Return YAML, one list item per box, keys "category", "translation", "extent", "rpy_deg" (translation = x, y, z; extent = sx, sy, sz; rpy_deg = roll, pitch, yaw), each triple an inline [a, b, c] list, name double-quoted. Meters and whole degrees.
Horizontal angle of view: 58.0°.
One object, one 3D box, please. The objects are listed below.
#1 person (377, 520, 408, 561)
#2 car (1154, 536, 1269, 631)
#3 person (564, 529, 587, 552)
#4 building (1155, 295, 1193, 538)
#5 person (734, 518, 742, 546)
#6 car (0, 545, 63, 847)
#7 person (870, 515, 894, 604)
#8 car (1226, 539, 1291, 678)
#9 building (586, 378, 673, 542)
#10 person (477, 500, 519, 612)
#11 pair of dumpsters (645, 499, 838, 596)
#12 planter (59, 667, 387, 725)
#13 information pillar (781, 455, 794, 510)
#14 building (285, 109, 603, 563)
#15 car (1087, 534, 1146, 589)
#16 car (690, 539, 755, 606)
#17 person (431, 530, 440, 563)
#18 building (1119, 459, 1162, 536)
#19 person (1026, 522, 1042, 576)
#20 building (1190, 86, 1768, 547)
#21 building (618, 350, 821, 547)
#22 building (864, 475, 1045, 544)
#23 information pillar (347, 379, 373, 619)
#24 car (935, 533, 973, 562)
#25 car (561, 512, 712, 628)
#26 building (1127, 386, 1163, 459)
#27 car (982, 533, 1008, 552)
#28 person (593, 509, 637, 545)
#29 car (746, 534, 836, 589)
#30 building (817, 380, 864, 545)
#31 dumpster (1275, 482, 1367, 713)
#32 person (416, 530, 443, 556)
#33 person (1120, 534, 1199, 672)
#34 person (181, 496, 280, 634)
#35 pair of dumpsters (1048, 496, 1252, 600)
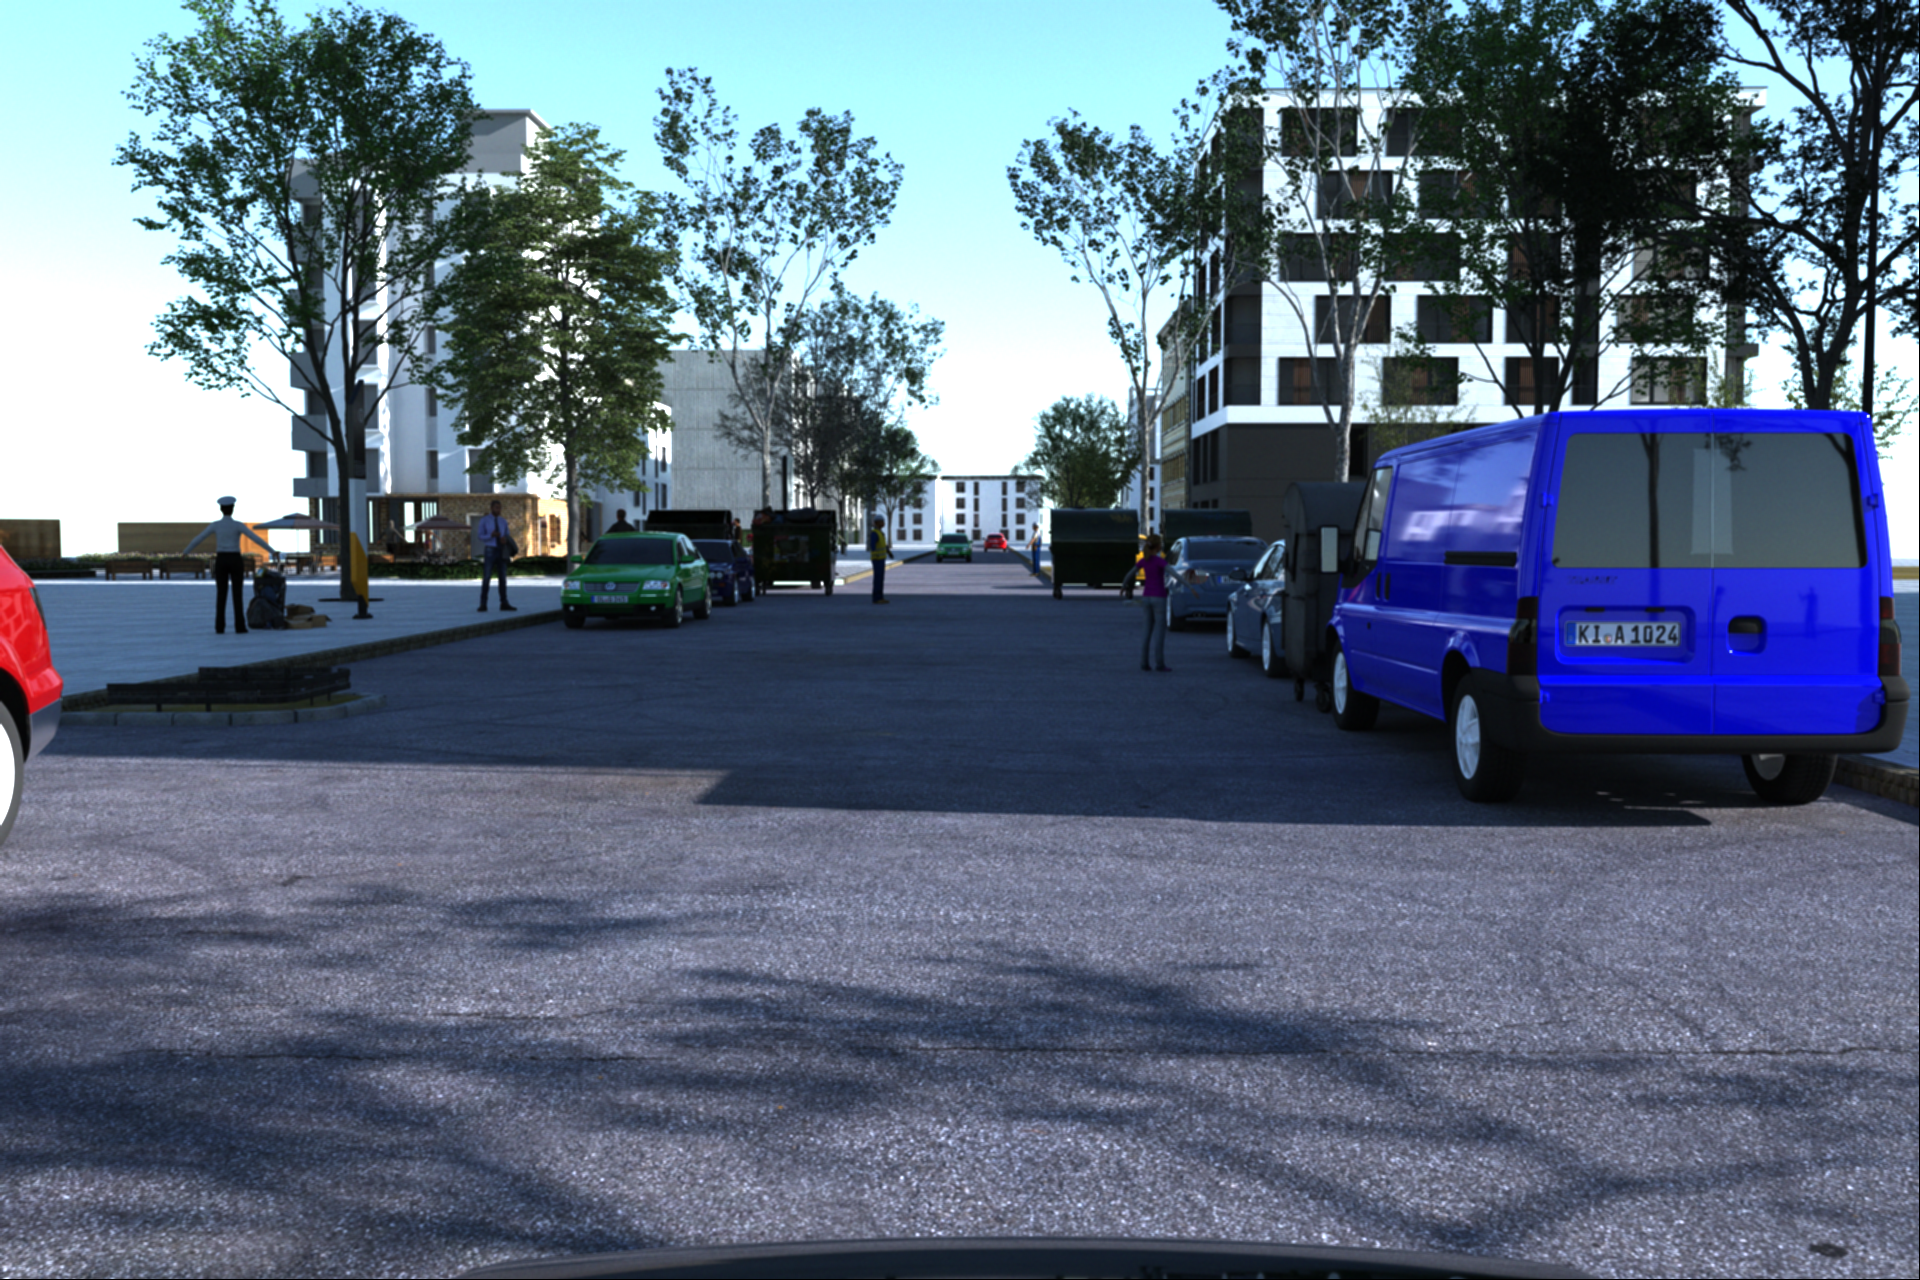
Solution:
- category: "person"
  translation: [-21.638, -3.658, 65.936]
  extent: [1.348, 1.813, 0.705]
  rpy_deg: [1, 4, 17]
- category: "car"
  translation: [3.944, -0.903, 26.767]
  extent: [2.014, 1.417, 4.499]
  rpy_deg: [0, 4, 1]
- category: "person"
  translation: [-17.841, -4.552, 80.652]
  extent: [0.704, 1.802, 1.346]
  rpy_deg: [3, 4, 36]
- category: "building"
  translation: [24.393, -17.847, 122.733]
  extent: [19.493, 23.208, 18.063]
  rpy_deg: [0, 4, 1]
- category: "person"
  translation: [-7.500, -3.177, 58.085]
  extent: [0.704, 1.812, 1.346]
  rpy_deg: [-1, 4, -17]
- category: "car"
  translation: [-5.259, 0.167, 5.949]
  extent: [2.281, 1.827, 5.304]
  rpy_deg: [0, 4, 1]
- category: "person"
  translation: [-1.646, -1.673, 35.773]
  extent: [0.705, 1.833, 1.349]
  rpy_deg: [1, 4, 13]
- category: "car"
  translation: [3.950, -0.401, 18.551]
  extent: [2.014, 1.417, 4.499]
  rpy_deg: [0, 4, 1]
- category: "building"
  translation: [-22.153, -10.046, 106.398]
  extent: [9.099, 9.664, 28.070]
  rpy_deg: [0, 4, 0]
- category: "person"
  translation: [-7.644, -1.393, 28.684]
  extent: [0.709, 1.838, 0.599]
  rpy_deg: [-3, 5, -43]
- category: "pair of dumpsters"
  translation: [-5.086, -2.171, 40.445]
  extent: [4.436, 2.255, 1.574]
  rpy_deg: [0, 4, 1]
- category: "planter"
  translation: [-5.778, 0.440, 13.953]
  extent: [1.991, 0.319, 1.994]
  rpy_deg: [0, 4, 1]
- category: "information pillar"
  translation: [-5.177, -3.721, 52.152]
  extent: [0.184, 3.620, 1.656]
  rpy_deg: [0, 4, 1]
- category: "building"
  translation: [-24.060, -13.590, 78.622]
  extent: [16.016, 20.090, 11.380]
  rpy_deg: [0, 4, 1]
- category: "car"
  translation: [4.332, -2.218, 46.489]
  extent: [2.015, 1.641, 3.980]
  rpy_deg: [0, 4, 0]
- category: "car"
  translation: [-5.261, -1.404, 35.542]
  extent: [1.945, 1.354, 3.894]
  rpy_deg: [0, 4, 1]
- category: "person"
  translation: [-22.357, -4.130, 73.709]
  extent: [0.705, 1.806, 1.347]
  rpy_deg: [-2, 4, -24]
- category: "building"
  translation: [23.346, -15.338, 192.916]
  extent: [9.099, 9.664, 28.070]
  rpy_deg: [0, 4, 1]
- category: "person"
  translation: [2.572, -3.115, 59.239]
  extent: [0.705, 1.847, 1.347]
  rpy_deg: [1, 4, 21]
- category: "building"
  translation: [26.518, -15.408, 95.898]
  extent: [27.936, 21.610, 32.646]
  rpy_deg: [0, 4, 1]
- category: "building"
  translation: [-24.308, -19.290, 181.844]
  extent: [16.747, 18.905, 31.486]
  rpy_deg: [0, 4, 0]
- category: "building"
  translation: [-2.458, -18.375, 245.033]
  extent: [28.070, 9.664, 9.099]
  rpy_deg: [1, 4, 10]
- category: "information pillar"
  translation: [-9.069, -2.125, 26.102]
  extent: [0.183, 3.616, 0.504]
  rpy_deg: [0, 4, 2]
- category: "car"
  translation: [-0.299, -4.898, 88.882]
  extent: [1.959, 1.807, 4.718]
  rpy_deg: [0, 4, 1]
- category: "car"
  translation: [-5.134, -1.164, 27.824]
  extent: [1.959, 1.807, 4.718]
  rpy_deg: [0, 4, 1]
- category: "building"
  translation: [26.374, -22.270, 220.536]
  extent: [16.016, 20.090, 11.380]
  rpy_deg: [0, 4, 1]
- category: "car"
  translation: [2.862, -8.056, 140.760]
  extent: [2.155, 1.783, 4.494]
  rpy_deg: [0, 4, 1]
- category: "person"
  translation: [-7.153, -1.856, 36.523]
  extent: [1.348, 1.807, 0.705]
  rpy_deg: [-3, 5, -41]
- category: "car"
  translation: [-4.550, -2.336, 46.868]
  extent: [2.281, 1.827, 5.304]
  rpy_deg: [0, 4, 1]
- category: "building"
  translation: [-21.665, -21.340, 215.366]
  extent: [16.747, 18.905, 31.486]
  rpy_deg: [0, 4, 2]
- category: "dumpster"
  translation: [3.619, -0.374, 14.330]
  extent: [1.865, 1.857, 1.264]
  rpy_deg: [0, 4, 0]
- category: "person"
  translation: [-21.991, -3.971, 71.732]
  extent: [1.217, 1.733, 0.721]
  rpy_deg: [1, 4, 16]
- category: "person"
  translation: [2.064, -0.390, 18.103]
  extent: [0.991, 1.433, 0.599]
  rpy_deg: [3, 5, 41]
- category: "person"
  translation: [-9.464, -0.979, 22.461]
  extent: [1.216, 1.778, 0.721]
  rpy_deg: [-1, 4, -11]
- category: "pair of dumpsters"
  translation: [4.177, -2.042, 38.335]
  extent: [4.436, 2.255, 1.574]
  rpy_deg: [0, 4, 1]
